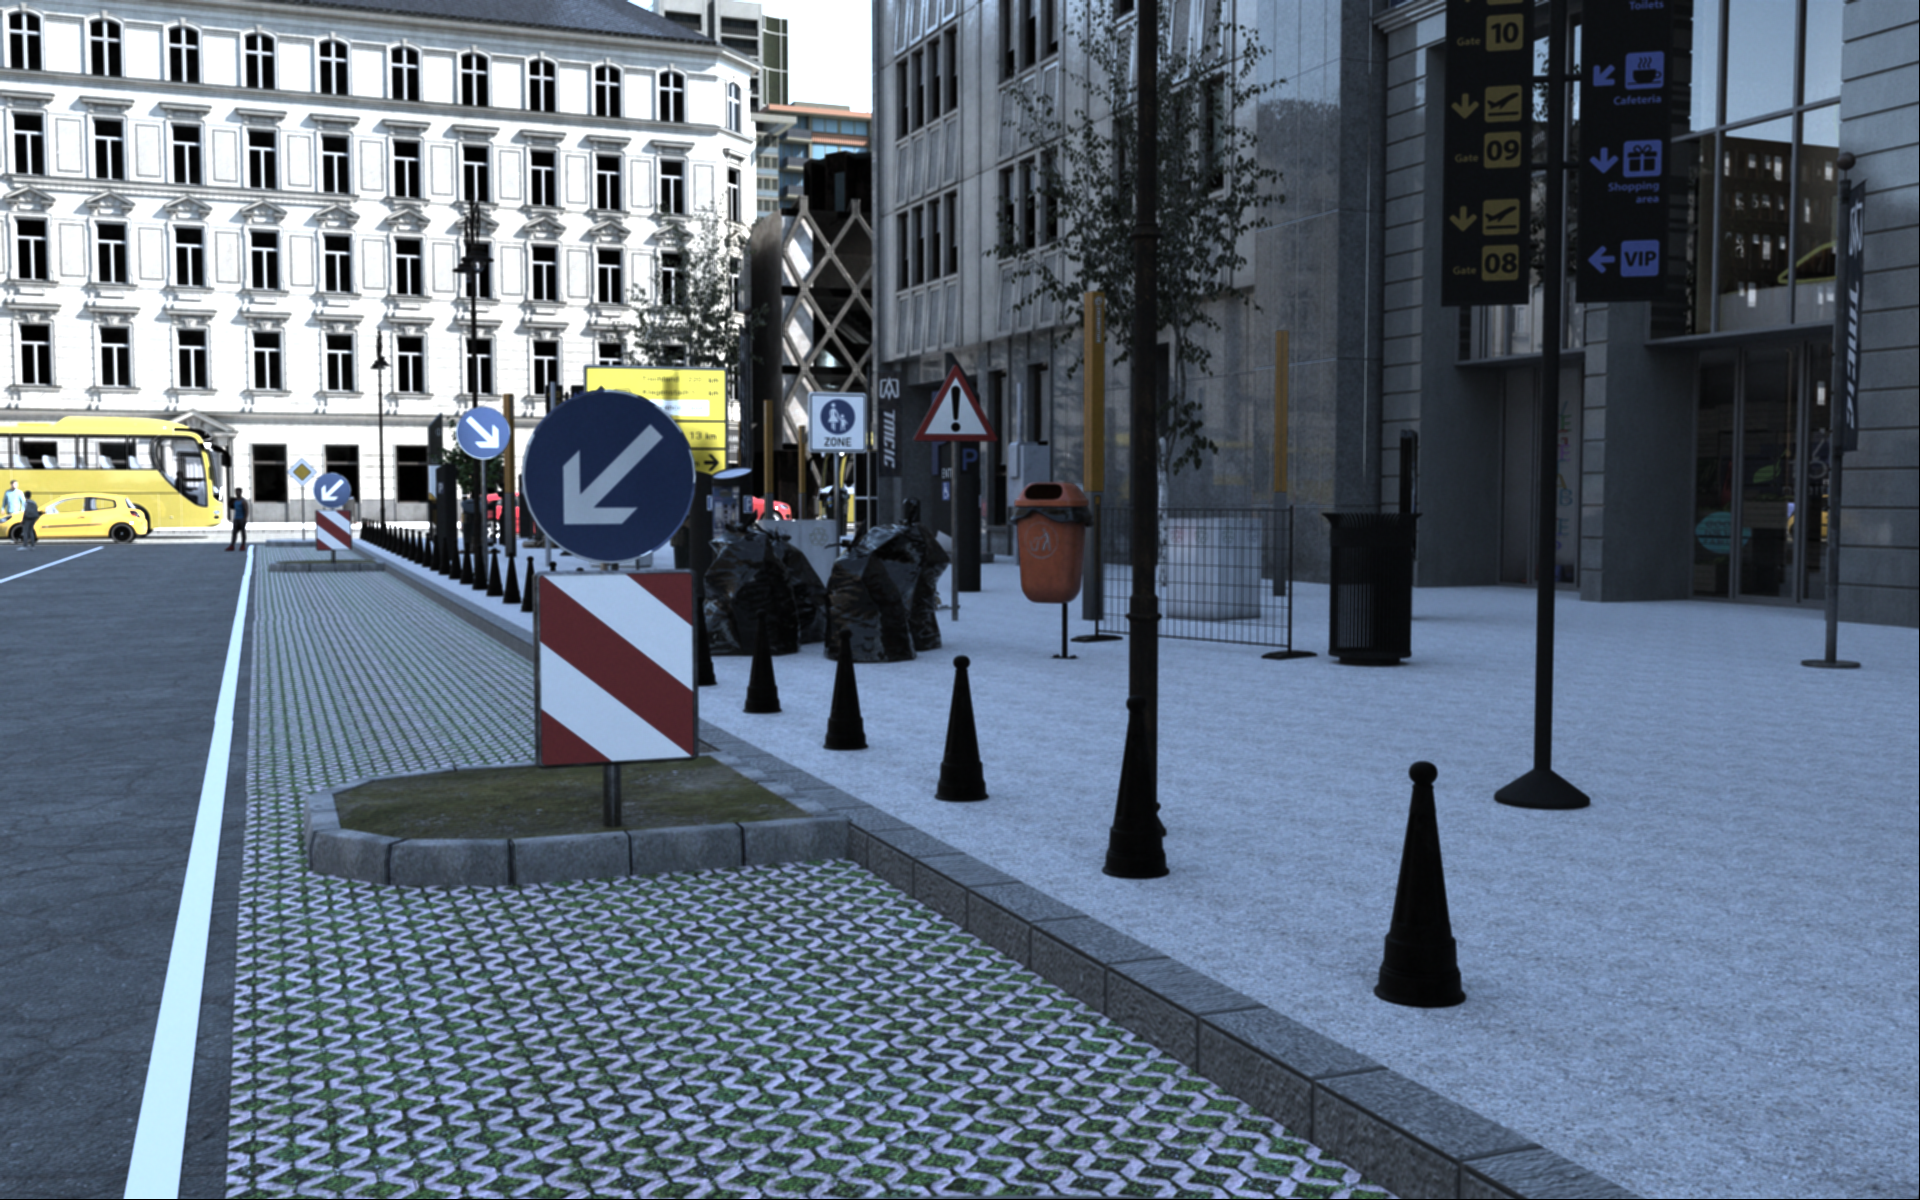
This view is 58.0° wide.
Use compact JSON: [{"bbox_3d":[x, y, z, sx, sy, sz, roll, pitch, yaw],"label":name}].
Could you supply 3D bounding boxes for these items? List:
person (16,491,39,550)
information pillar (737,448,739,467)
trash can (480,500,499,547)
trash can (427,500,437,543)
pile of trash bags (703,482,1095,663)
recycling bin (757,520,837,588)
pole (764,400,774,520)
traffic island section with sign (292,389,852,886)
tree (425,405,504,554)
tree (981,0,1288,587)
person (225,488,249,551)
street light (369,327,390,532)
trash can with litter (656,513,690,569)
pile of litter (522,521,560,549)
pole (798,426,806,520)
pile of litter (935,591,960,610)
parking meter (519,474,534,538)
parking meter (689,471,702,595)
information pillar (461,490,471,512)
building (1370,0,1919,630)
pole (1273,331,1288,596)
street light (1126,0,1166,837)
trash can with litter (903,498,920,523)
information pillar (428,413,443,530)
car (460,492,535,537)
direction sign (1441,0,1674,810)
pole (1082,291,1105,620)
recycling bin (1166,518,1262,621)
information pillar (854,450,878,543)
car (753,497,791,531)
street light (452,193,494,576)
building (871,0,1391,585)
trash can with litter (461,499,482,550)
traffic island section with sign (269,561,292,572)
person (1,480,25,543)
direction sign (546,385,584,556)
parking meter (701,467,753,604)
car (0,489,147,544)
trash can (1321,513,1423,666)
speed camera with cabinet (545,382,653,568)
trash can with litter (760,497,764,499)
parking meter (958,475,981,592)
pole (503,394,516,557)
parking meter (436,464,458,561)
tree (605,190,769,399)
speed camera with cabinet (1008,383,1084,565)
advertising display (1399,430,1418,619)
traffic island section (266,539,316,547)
[{"bbox_3d":[-23.801,-2.027,44.230,0.523,1.515,0.503,-1,4,-18],"label":"person"},{"bbox_3d":[-9.341,-5.100,74.736,0.504,3.616,0.183,0,4,-6],"label":"information pillar"},{"bbox_3d":[-11.672,-1.883,42.441,0.748,1.137,0.748,0,3,0],"label":"trash can"},{"bbox_3d":[-13.503,-2.044,45.080,0.748,1.137,0.748,0,3,0],"label":"trash can"},{"bbox_3d":[-0.543,-0.256,13.931,3.447,1.369,1.912,2,4,26],"label":"pile of trash bags"},{"bbox_3d":[-1.589,-0.264,16.867,0.722,1.027,0.722,-1,4,-10],"label":"recycling bin"},{"bbox_3d":[-4.157,-2.679,37.649,0.158,3.312,0.155,0,3,0],"label":"pole"},{"bbox_3d":[-1.707,0.082,7.281,1.989,1.847,2.006,-1,4,-22],"label":"traffic island section with sign"},{"bbox_3d":[-10.425,-2.625,37.524,1.663,3.219,1.824,0,3,0],"label":"tree"},{"bbox_3d":[2.629,-4.485,23.695,4.360,8.622,3.978,0,3,0],"label":"tree"},{"bbox_3d":[-18.356,-2.053,43.942,0.647,1.594,0.662,1,4,10],"label":"person"},{"bbox_3d":[-16.108,-4.612,48.187,0.468,5.910,1.993,-1,4,-22],"label":"street light"},{"bbox_3d":[-3.688,-0.668,22.304,1.055,1.170,0.624,0,4,4],"label":"trash can with litter"},{"bbox_3d":[-9.878,-1.677,41.389,1.176,0.858,1.719,-1,4,-20],"label":"pile of litter"},{"bbox_3d":[-4.704,-3.534,51.621,0.158,3.312,0.155,0,3,0],"label":"pole"},{"bbox_3d":[-0.738,-0.311,19.054,1.719,0.858,1.176,-2,4,-24],"label":"pile of litter"},{"bbox_3d":[-12.750,-2.768,50.964,0.399,1.863,0.255,1,4,11],"label":"parking meter"},{"bbox_3d":[-2.724,-0.626,18.642,0.372,1.533,0.369,0,3,0],"label":"parking meter"},{"bbox_3d":[-20.215,-4.062,70.904,0.304,2.012,0.304,0,4,3],"label":"information pillar"},{"bbox_3d":[16.451,-14.343,11.998,11.434,29.767,29.804,-1,4,-22],"label":"building"},{"bbox_3d":[4.024,-1.706,21.743,0.158,3.312,0.155,0,3,0],"label":"pole"},{"bbox_3d":[0.688,-2.053,6.356,0.468,5.910,1.993,-1,4,-22],"label":"street light"},{"bbox_3d":[-1.255,-1.456,34.867,1.678,1.210,2.233,2,4,30],"label":"trash can with litter"},{"bbox_3d":[-15.088,-3.581,49.906,0.183,3.616,0.504,2,4,32],"label":"information pillar"},{"bbox_3d":[-13.098,-2.717,53.459,4.494,1.783,2.155,-2,4,-23],"label":"car"},{"bbox_3d":[2.425,-0.924,7.112,0.876,3.537,0.379,1,4,15],"label":"direction sign"},{"bbox_3d":[1.358,-1.452,17.580,0.158,3.312,0.155,0,3,0],"label":"pole"},{"bbox_3d":[2.632,-0.330,17.957,0.722,1.027,0.722,-3,4,-39],"label":"recycling bin"},{"bbox_3d":[-1.563,-1.487,28.809,0.304,2.012,0.304,2,4,27],"label":"information pillar"},{"bbox_3d":[-8.797,-3.359,63.585,5.304,1.827,2.281,-2,4,-24],"label":"car"},{"bbox_3d":[-7.542,-3.311,26.921,0.468,5.910,1.993,-1,4,-22],"label":"street light"},{"bbox_3d":[7.132,-13.281,35.162,12.078,24.808,19.932,-1,4,-22],"label":"building"},{"bbox_3d":[-11.049,-1.731,39.695,0.624,1.170,1.055,-2,4,-29],"label":"trash can with litter"},{"bbox_3d":[-11.906,-1.459,32.491,1.989,1.847,2.006,-1,4,-22],"label":"traffic island section with sign"},{"bbox_3d":[-28.037,-2.634,51.432,0.638,1.841,0.748,1,4,10],"label":"person"},{"bbox_3d":[-8.183,-2.700,36.147,0.876,3.537,0.379,0,4,0],"label":"direction sign"},{"bbox_3d":[-2.094,-0.462,15.966,0.372,1.533,0.369,0,3,0],"label":"parking meter"},{"bbox_3d":[-25.909,-2.462,50.485,3.980,1.641,2.015,-1,4,-21],"label":"car"},{"bbox_3d":[3.107,-0.089,13.102,0.748,1.137,0.748,0,3,0],"label":"trash can"},{"bbox_3d":[-6.449,-2.212,30.508,2.038,3.252,0.660,1,4,19],"label":"speed camera with cabinet"},{"bbox_3d":[-8.450,-4.020,77.120,1.055,1.170,0.624,3,5,40],"label":"trash can with litter"},{"bbox_3d":[0.088,-0.882,22.829,0.372,1.533,0.369,0,3,0],"label":"parking meter"},{"bbox_3d":[-9.175,-2.535,35.284,0.158,3.312,0.155,0,3,0],"label":"pole"},{"bbox_3d":[-9.927,-1.699,33.498,0.399,1.863,0.255,3,5,44],"label":"parking meter"},{"bbox_3d":[-6.561,-5.634,42.478,4.360,8.622,3.978,0,3,0],"label":"tree"},{"bbox_3d":[1.503,-2.203,30.349,0.660,3.252,2.038,-1,4,-22],"label":"speed camera with cabinet"},{"bbox_3d":[4.590,-0.767,17.747,0.123,1.923,0.974,1,4,18],"label":"advertising display"},{"bbox_3d":[-18.154,-1.572,47.976,2.009,0.180,2.903,-1,4,-22],"label":"traffic island section"}]
